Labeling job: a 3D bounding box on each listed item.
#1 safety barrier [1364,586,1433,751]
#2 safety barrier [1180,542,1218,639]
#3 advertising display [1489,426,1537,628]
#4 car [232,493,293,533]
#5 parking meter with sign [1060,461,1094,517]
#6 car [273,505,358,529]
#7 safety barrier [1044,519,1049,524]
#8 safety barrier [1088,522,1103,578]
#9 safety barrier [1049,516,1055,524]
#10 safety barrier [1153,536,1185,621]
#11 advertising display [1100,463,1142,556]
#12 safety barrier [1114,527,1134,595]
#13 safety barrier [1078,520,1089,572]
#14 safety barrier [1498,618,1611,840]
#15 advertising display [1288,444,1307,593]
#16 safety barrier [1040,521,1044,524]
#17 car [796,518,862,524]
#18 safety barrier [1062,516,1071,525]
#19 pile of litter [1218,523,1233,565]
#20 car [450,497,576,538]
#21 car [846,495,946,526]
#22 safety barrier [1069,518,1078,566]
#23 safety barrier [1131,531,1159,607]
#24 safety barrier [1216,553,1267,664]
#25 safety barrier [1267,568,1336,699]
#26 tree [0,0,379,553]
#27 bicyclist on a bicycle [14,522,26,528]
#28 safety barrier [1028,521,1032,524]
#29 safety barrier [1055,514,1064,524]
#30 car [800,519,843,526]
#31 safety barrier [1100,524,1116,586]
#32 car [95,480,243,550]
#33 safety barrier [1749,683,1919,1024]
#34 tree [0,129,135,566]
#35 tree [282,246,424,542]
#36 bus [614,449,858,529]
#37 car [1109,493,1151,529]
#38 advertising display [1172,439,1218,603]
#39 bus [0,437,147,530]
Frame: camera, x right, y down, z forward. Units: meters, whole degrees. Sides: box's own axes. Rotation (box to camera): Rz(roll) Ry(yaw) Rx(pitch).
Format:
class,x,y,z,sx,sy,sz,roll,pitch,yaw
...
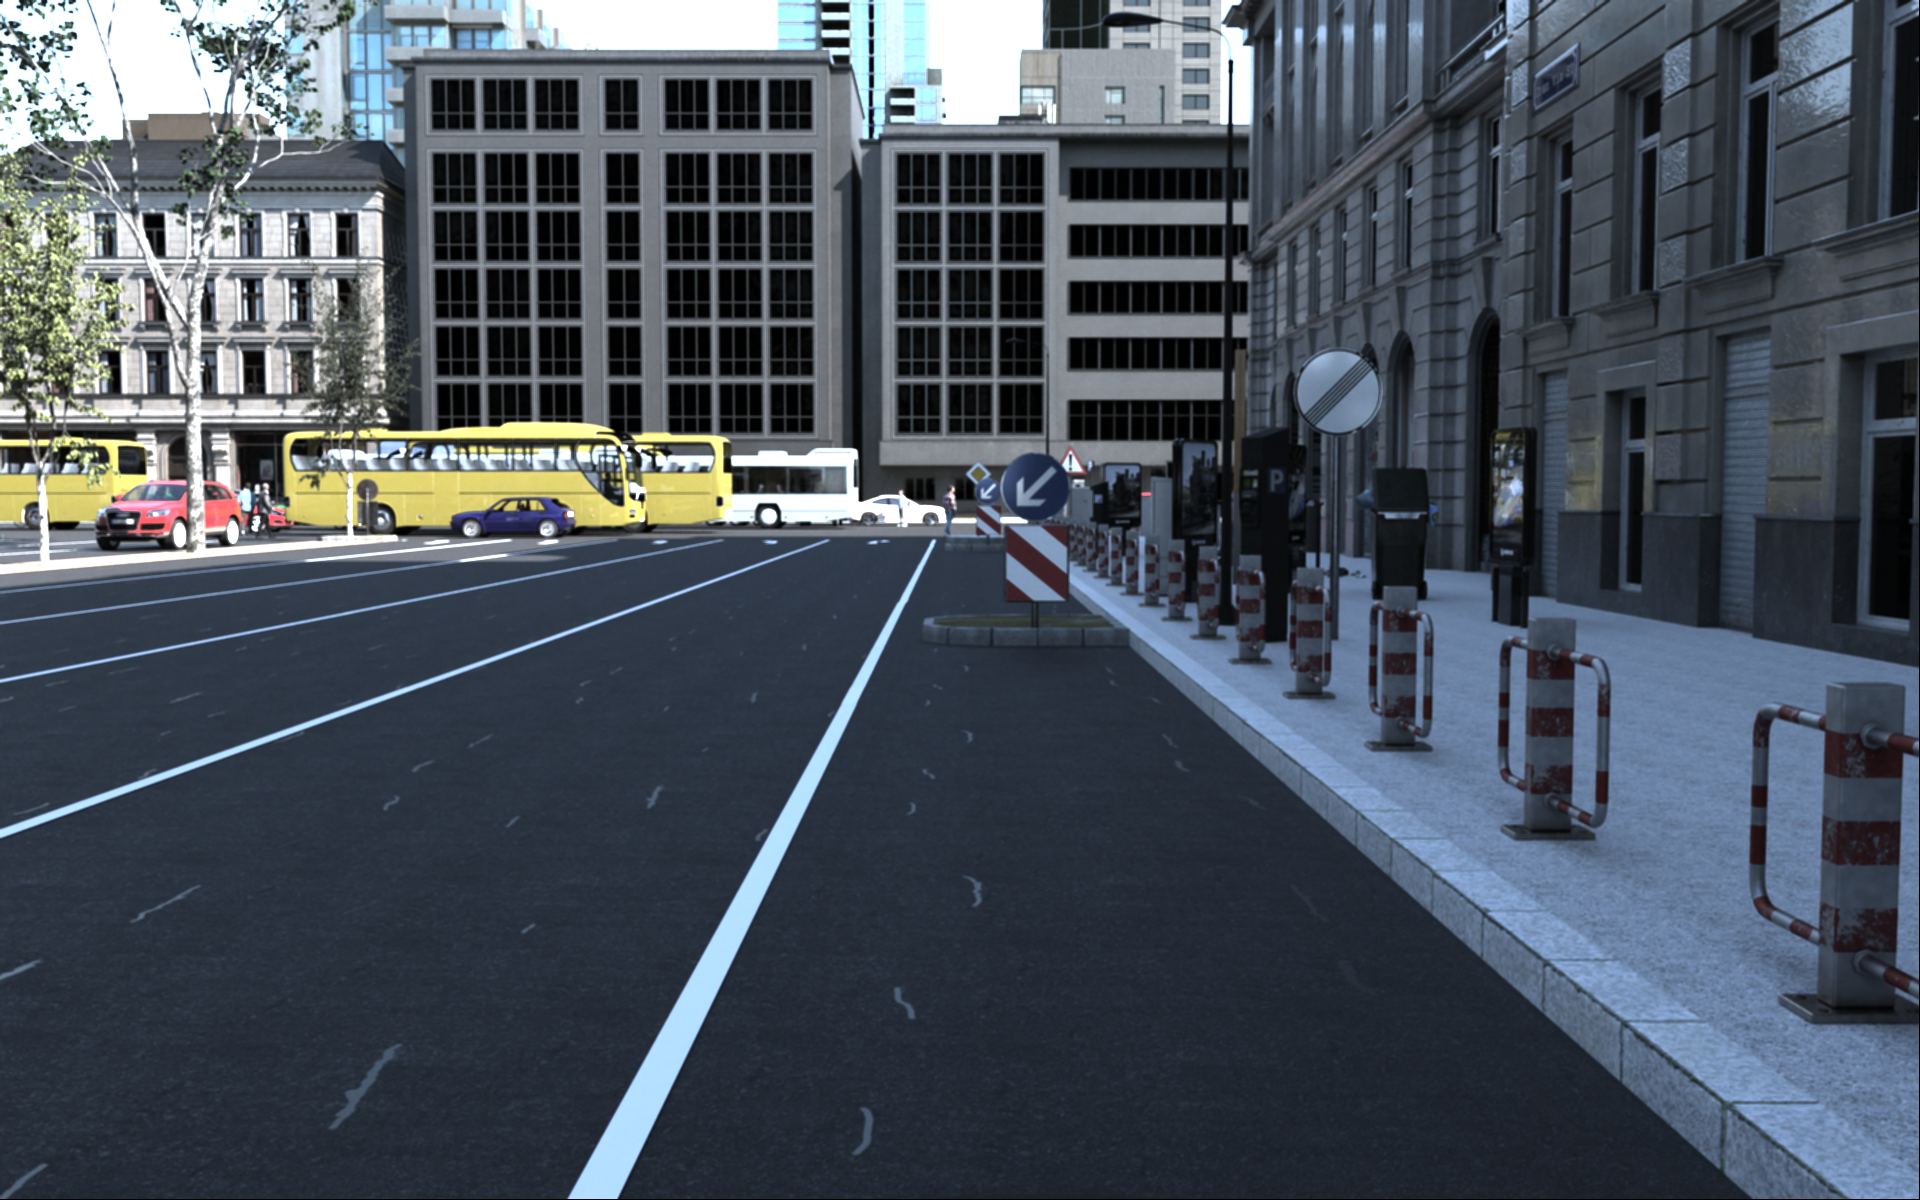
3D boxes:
class,x,y,z,sx,sy,sz,roll,pitch,yaw
safety barrier,2.203,0.342,8.691,0.300,0.817,1.120,0,3,0
safety barrier,2.198,-0.065,15.345,0.300,0.817,1.120,0,3,0
advertising display,5.399,-0.718,16.952,0.123,1.923,0.974,0,4,-1
car,-27.388,-3.429,65.102,4.494,1.783,2.155,0,4,-1
parking meter with sign,6.112,-5.772,90.632,1.738,3.016,0.543,-1,4,-23
car,-26.603,-3.818,71.224,4.718,1.807,1.959,0,4,-2
safety barrier,2.172,-1.559,39.760,0.300,0.817,1.120,0,3,0
safety barrier,2.190,-0.744,26.434,0.300,0.817,1.120,0,3,0
safety barrier,2.175,-1.423,37.541,0.300,0.817,1.120,0,3,0
safety barrier,2.198,-0.201,17.566,0.300,0.817,1.120,0,3,0
advertising display,3.322,-1.868,35.764,0.974,1.923,0.123,-2,4,-31
safety barrier,2.187,-0.473,22.006,0.300,0.817,1.120,0,3,0
safety barrier,2.182,-0.880,28.667,0.300,0.817,1.120,0,3,0
safety barrier,2.204,0.477,6.477,0.300,0.817,1.120,0,3,0
advertising display,4.329,-1.060,22.543,0.123,1.923,0.974,2,4,26
safety barrier,2.173,-1.694,41.974,0.300,0.817,1.120,0,3,0
car,-6.152,-4.459,82.692,4.222,1.686,2.009,0,4,1
safety barrier,2.179,-1.152,33.109,0.300,0.817,1.120,0,3,0
pile of litter,4.792,-1.063,31.346,1.176,0.858,1.719,0,4,-5
car,-14.721,-2.725,57.126,3.894,1.354,1.945,0,4,-1
car,-2.801,-4.079,79.048,4.827,1.381,2.083,0,4,-1
safety barrier,2.178,-1.016,30.893,0.300,0.817,1.120,0,3,0
safety barrier,2.192,-0.337,19.788,0.300,0.817,1.120,0,3,0
safety barrier,2.199,0.070,13.125,0.300,0.817,1.120,0,3,0
safety barrier,2.201,0.206,10.904,0.300,0.817,1.120,0,3,0
tree,-19.644,-11.234,42.025,12.611,20.169,13.585,0,3,0
bicyclist on a bicycle,-39.675,-3.915,74.036,1.625,1.676,1.499,0,4,1
safety barrier,2.163,-2.101,48.631,0.300,0.817,1.120,0,3,0
safety barrier,2.176,-1.287,35.323,0.300,0.817,1.120,0,3,0
car,-6.242,-4.006,78.073,1.945,1.354,3.894,0,4,0
safety barrier,2.191,-0.608,24.220,0.300,0.817,1.120,0,3,0
car,-21.023,-2.292,46.152,2.281,1.827,5.304,0,4,1
safety barrier,2.209,0.613,4.250,0.300,0.817,1.120,0,3,0
tree,-17.991,-4.942,33.621,4.737,8.622,4.395,0,3,0
tree,-18.019,-6.011,51.095,4.360,8.622,3.978,0,3,0
bus,-10.917,-4.692,71.573,13.247,3.499,2.948,0,4,1
car,7.173,-3.771,70.698,4.494,1.783,2.155,0,4,1
advertising display,2.785,-0.937,20.531,0.123,1.923,0.974,2,4,34
bus,-39.202,-4.765,69.455,12.252,3.916,2.896,0,4,2
